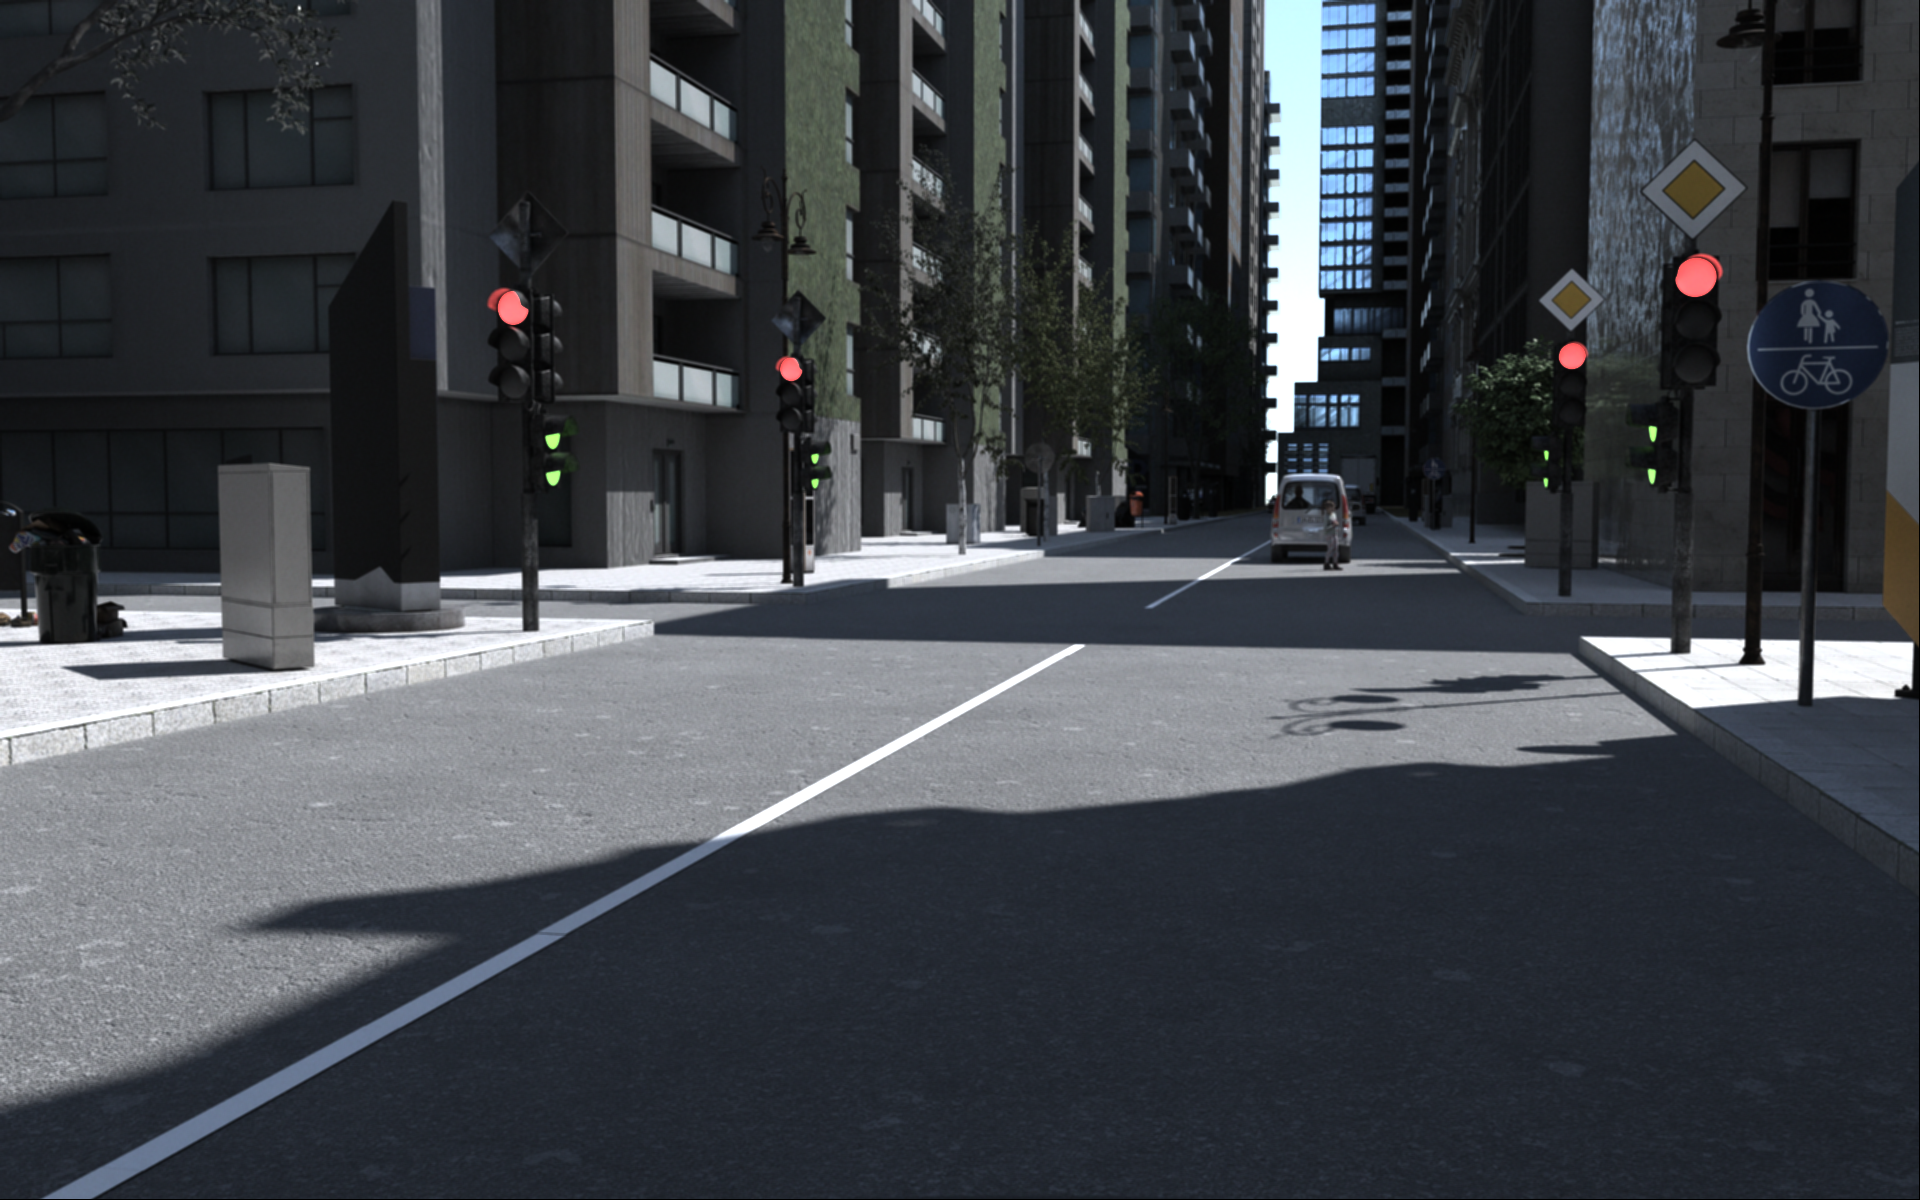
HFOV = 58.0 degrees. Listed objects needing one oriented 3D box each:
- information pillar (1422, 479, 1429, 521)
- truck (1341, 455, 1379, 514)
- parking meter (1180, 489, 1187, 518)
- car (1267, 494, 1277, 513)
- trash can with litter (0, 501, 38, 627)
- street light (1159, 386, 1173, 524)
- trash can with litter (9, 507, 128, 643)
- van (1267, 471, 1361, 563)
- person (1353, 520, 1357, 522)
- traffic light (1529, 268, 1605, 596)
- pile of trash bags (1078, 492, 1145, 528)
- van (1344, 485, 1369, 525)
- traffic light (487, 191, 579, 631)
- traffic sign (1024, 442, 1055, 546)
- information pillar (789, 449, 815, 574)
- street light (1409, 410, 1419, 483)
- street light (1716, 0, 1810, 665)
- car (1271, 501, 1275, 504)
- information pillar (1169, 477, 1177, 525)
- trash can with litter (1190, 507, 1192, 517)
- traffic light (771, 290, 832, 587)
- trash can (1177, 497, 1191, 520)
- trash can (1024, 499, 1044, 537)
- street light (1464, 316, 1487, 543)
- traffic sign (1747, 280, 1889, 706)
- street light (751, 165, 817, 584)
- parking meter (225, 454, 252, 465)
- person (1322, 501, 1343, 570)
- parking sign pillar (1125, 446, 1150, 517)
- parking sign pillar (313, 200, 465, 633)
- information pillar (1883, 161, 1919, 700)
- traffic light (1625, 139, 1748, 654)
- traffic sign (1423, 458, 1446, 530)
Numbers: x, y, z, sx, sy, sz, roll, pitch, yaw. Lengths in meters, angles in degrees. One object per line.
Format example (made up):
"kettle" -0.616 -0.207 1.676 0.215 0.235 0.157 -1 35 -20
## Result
"information pillar" 22.089 -4.755 82.235 0.304 2.012 0.304 1 4 12
"truck" 29.825 -8.591 129.374 2.839 4.237 11.283 1 4 14
"parking meter" 11.667 -5.016 90.423 0.372 1.533 0.369 0 3 0
"car" 24.675 -7.423 133.375 2.014 1.417 4.499 1 4 13
"trash can with litter" -9.772 -0.369 17.095 2.233 1.210 1.678 0 4 7
"street light" 8.836 -6.202 74.191 0.468 5.910 1.993 1 4 13
"trash can with litter" -7.787 -0.233 15.203 0.624 1.170 1.055 0 4 -4
"van" 7.640 -1.864 37.495 2.013 2.044 4.112 1 4 13
"person" 19.784 -4.840 87.726 0.635 1.810 0.391 2 4 26
"traffic light" 7.588 -2.003 21.672 0.839 4.253 0.868 1 4 13
"pile of trash bags" 5.986 -3.444 66.066 1.912 1.369 3.447 -2 4 -27
"van" 18.033 -4.506 80.687 2.013 2.044 4.112 1 4 12
"traffic light" -4.005 -1.663 16.108 0.839 4.253 0.868 1 4 13
"traffic sign" 1.949 -2.605 42.696 0.768 2.556 0.104 1 4 15
"information pillar" -2.561 -1.440 28.034 0.304 2.012 0.304 2 4 27
"street light" 24.624 -7.420 94.103 0.468 5.910 1.993 1 4 13
"street light" 5.986 -2.454 12.909 0.468 5.910 1.993 1 4 13
"car" 20.668 -5.914 109.062 2.083 1.381 4.827 1 4 11
"information pillar" 8.953 -4.182 72.873 0.304 2.012 0.304 0 4 -2
"trash can with litter" 12.890 -5.235 96.973 0.624 1.170 1.055 -1 4 -17
"traffic light" -2.224 -2.139 23.892 0.839 4.253 0.868 1 4 13
"trash can" 10.895 -4.444 84.319 0.748 1.137 0.748 0 3 0
"trash can" 2.308 -2.496 52.469 0.748 1.137 0.748 0 3 0
"street light" 13.405 -4.426 45.158 0.468 5.910 1.993 1 4 13
"traffic sign" 5.125 -0.631 10.425 0.768 2.556 0.104 1 4 18
"street light" -2.490 -3.178 24.741 0.468 5.910 1.993 1 4 13
"parking meter" -10.598 -1.207 25.450 0.399 1.863 0.255 -2 4 -25
"person" 7.007 -1.210 32.564 0.394 1.301 0.425 2 4 27
"parking sign pillar" 9.885 -6.611 96.570 1.447 3.967 1.447 -1 4 -15
"parking sign pillar" -5.515 -1.718 16.557 1.447 3.967 1.447 3 5 43
"information pillar" 6.042 -1.190 10.818 0.183 3.616 0.504 -1 4 -19
"traffic light" 5.807 -1.527 13.887 0.839 4.253 0.868 1 4 13
"traffic sign" 16.754 -3.737 61.200 0.768 2.556 0.104 1 4 19
